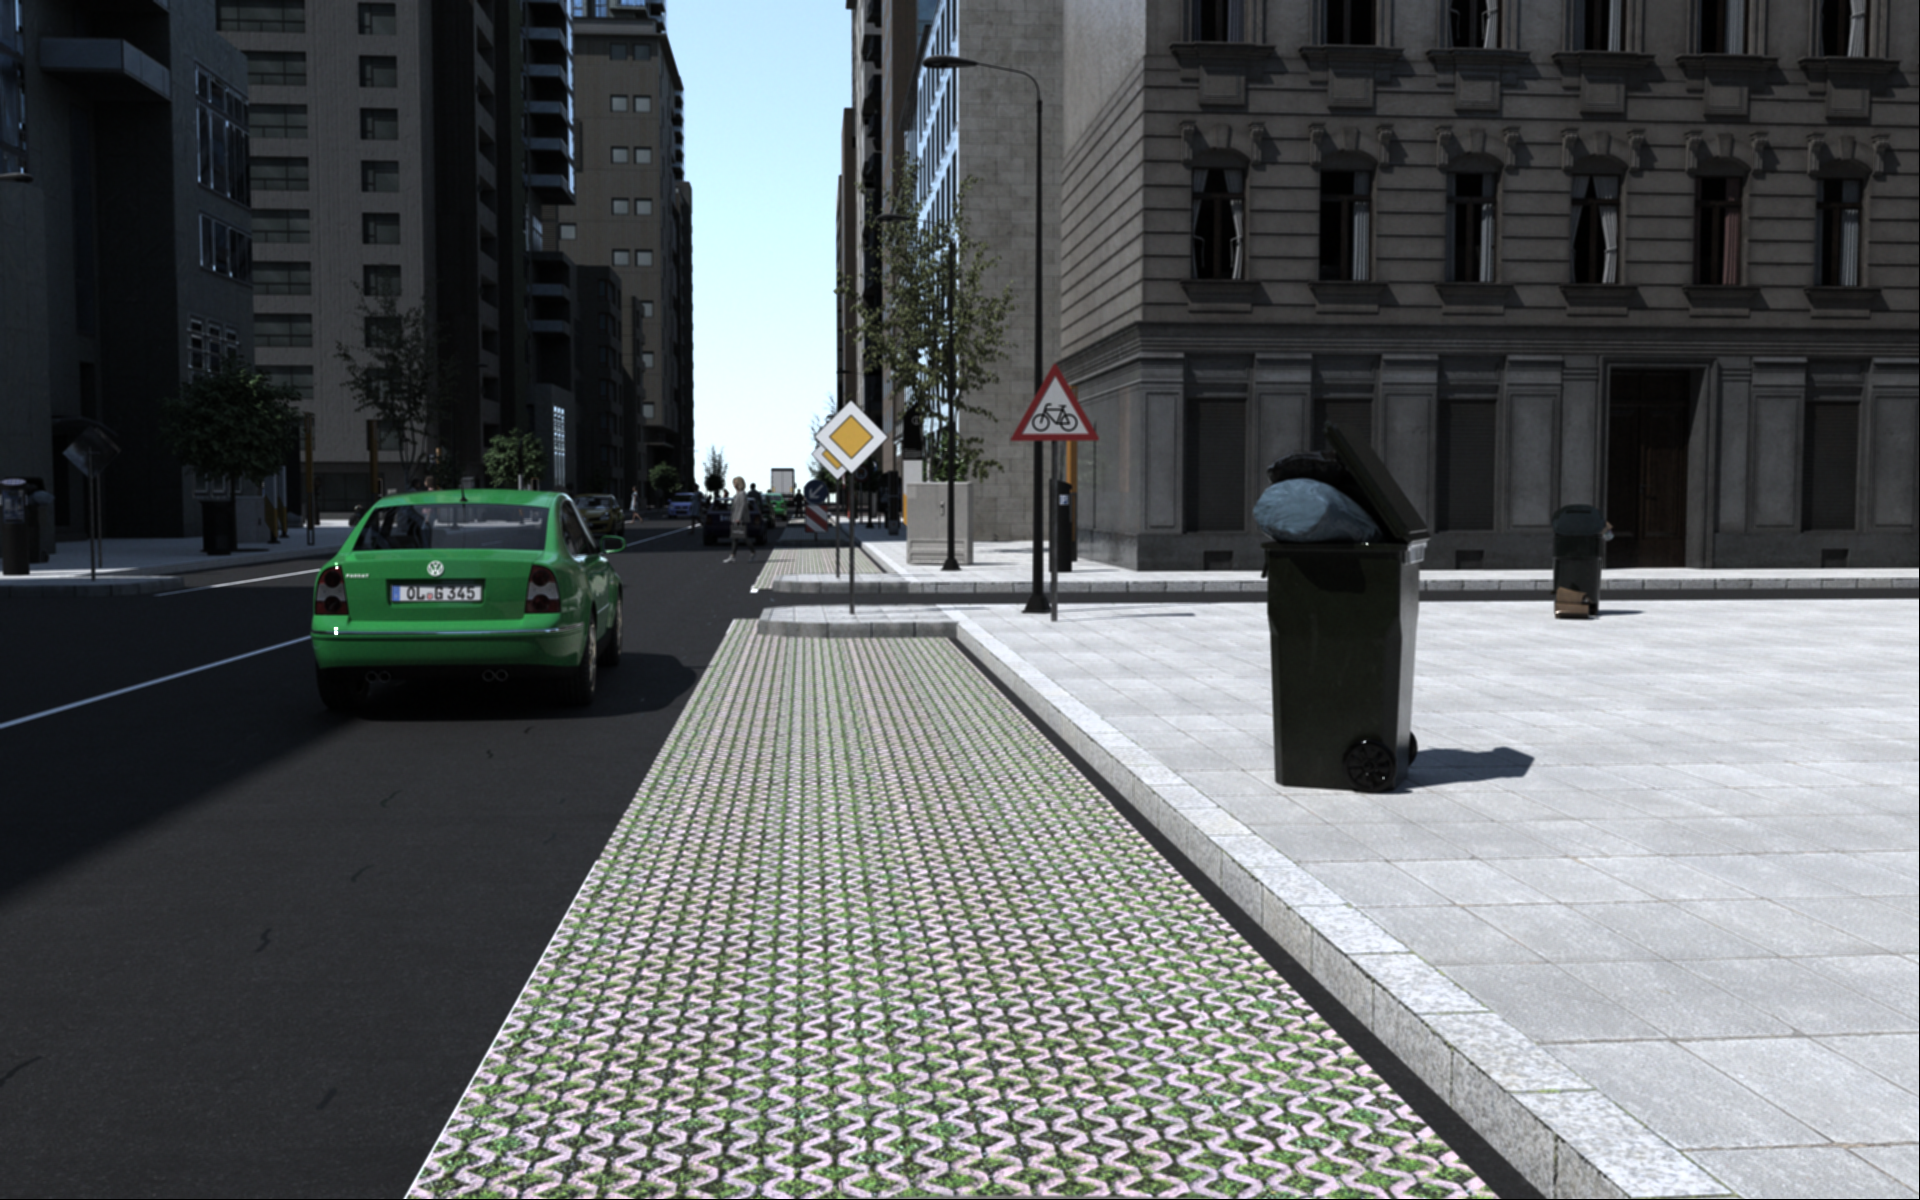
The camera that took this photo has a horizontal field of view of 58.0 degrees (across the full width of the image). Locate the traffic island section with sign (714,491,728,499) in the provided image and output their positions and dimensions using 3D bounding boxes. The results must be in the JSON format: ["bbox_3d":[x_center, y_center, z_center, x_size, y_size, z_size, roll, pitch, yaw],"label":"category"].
[{"bbox_3d":[-29.020,-12.118,206.757,1.989,1.847,2.006,0,4,-5],"label":"traffic island section with sign"}]

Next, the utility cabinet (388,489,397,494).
[{"bbox_3d":[-25.063,-4.144,76.435,0.318,1.500,1.173,-1,4,-22],"label":"utility cabinet"}]

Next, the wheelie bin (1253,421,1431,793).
[{"bbox_3d":[1.690,0.013,7.698,0.693,1.594,0.980,1,4,23],"label":"wheelie bin"}]

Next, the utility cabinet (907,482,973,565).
[{"bbox_3d":[-0.367,-1.384,31.308,1.173,1.500,0.318,1,4,19],"label":"utility cabinet"}]

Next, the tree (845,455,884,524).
[{"bbox_3d":[-3.971,-4.974,75.929,1.663,3.219,1.824,0,3,0],"label":"tree"}]

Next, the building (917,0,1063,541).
[{"bbox_3d":[4.389,-12.283,55.572,10.420,20.320,16.860,0,4,-5],"label":"building"}]

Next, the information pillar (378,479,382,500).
[{"bbox_3d":[-28.241,-4.874,84.175,0.304,2.012,0.304,-1,4,-22],"label":"information pillar"}]

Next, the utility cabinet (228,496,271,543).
[{"bbox_3d":[-18.656,-2.101,45.519,0.306,1.237,1.020,3,4,37],"label":"utility cabinet"}]

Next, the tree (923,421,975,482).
[{"bbox_3d":[-0.298,-3.117,45.564,1.663,3.219,1.824,0,3,0],"label":"tree"}]

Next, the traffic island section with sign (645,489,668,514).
[{"bbox_3d":[-21.722,-7.129,125.194,1.989,1.847,2.006,0,4,-5],"label":"traffic island section with sign"}]

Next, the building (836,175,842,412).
[{"bbox_3d":[-6.960,-38.320,250.238,21.300,48.544,21.600,0,4,-5],"label":"building"}]

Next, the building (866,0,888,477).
[{"bbox_3d":[4.075,-29.326,134.111,22.147,44.769,28.867,0,4,-5],"label":"building"}]

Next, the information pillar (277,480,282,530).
[{"bbox_3d":[-24.482,-3.531,62.226,0.304,2.012,0.304,-3,5,-40],"label":"information pillar"}]

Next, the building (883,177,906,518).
[{"bbox_3d":[1.636,-13.932,92.415,10.561,19.102,19.286,0,4,-5],"label":"building"}]

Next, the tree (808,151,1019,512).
[{"bbox_3d":[-0.635,-5.316,37.277,4.737,8.622,4.395,0,3,0],"label":"tree"}]

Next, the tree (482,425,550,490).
[{"bbox_3d":[-21.105,-6.047,82.576,4.285,4.588,4.351,0,3,0],"label":"tree"}]

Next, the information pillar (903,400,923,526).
[{"bbox_3d":[-1.126,-3.105,42.124,0.504,3.616,0.183,0,4,5],"label":"information pillar"}]

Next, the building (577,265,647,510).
[{"bbox_3d":[-41.554,-18.319,144.557,27.650,21.520,28.899,0,4,-5],"label":"building"}]

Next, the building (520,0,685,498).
[{"bbox_3d":[-48.236,-56.737,240.321,22.319,86.520,31.000,0,4,-5],"label":"building"}]

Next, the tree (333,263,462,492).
[{"bbox_3d":[-17.592,-6.395,54.914,4.360,8.622,3.978,0,3,0],"label":"tree"}]

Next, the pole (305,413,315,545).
[{"bbox_3d":[-16.302,-3.032,43.414,0.158,3.312,0.155,0,3,0],"label":"pole"}]

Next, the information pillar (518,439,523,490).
[{"bbox_3d":[-18.566,-5.008,73.239,0.183,3.616,0.504,0,4,-1],"label":"information pillar"}]

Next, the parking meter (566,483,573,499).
[{"bbox_3d":[-20.524,-5.222,91.090,0.255,1.863,0.399,1,4,15],"label":"parking meter"}]

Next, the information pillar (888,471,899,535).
[{"bbox_3d":[-2.097,-3.053,54.411,0.304,2.012,0.304,-1,4,-10],"label":"information pillar"}]

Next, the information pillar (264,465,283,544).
[{"bbox_3d":[-17.887,-3.277,44.932,0.504,3.616,0.183,3,4,38],"label":"information pillar"}]

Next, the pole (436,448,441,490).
[{"bbox_3d":[-23.147,-5.086,77.001,0.158,3.312,0.155,0,3,0],"label":"pole"}]

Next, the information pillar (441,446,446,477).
[{"bbox_3d":[-25.176,-5.719,84.868,0.504,3.616,0.183,2,4,24],"label":"information pillar"}]

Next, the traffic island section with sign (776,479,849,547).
[{"bbox_3d":[-4.048,-2.372,47.418,1.989,1.847,2.006,0,4,-5],"label":"traffic island section with sign"}]

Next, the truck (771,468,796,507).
[{"bbox_3d":[-19.746,-12.515,193.538,2.839,4.237,11.283,0,4,-5],"label":"truck"}]

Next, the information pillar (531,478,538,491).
[{"bbox_3d":[-19.643,-4.622,80.057,0.304,2.012,0.304,-1,4,-16],"label":"information pillar"}]

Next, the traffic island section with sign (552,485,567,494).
[{"bbox_3d":[-17.170,-4.017,74.305,1.989,1.847,2.006,0,4,-5],"label":"traffic island section with sign"}]

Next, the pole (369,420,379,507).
[{"bbox_3d":[-16.247,-3.315,48.037,0.158,3.312,0.155,0,3,0],"label":"pole"}]

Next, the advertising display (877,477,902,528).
[{"bbox_3d":[-2.638,-3.645,64.817,0.974,1.923,0.123,-2,4,-31],"label":"advertising display"}]

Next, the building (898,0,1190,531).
[{"bbox_3d":[2.762,-13.730,73.642,9.793,20.994,18.267,0,4,-5],"label":"building"}]

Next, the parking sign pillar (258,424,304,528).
[{"bbox_3d":[-25.759,-4.733,65.851,1.447,3.967,1.447,-1,4,-18],"label":"parking sign pillar"}]

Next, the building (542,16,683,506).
[{"bbox_3d":[-46.504,-37.155,196.727,28.713,52.752,27.495,0,4,-5],"label":"building"}]

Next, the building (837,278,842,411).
[{"bbox_3d":[-9.468,-28.194,232.674,14.160,30.474,14.107,0,4,-5],"label":"building"}]

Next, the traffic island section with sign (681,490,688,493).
[{"bbox_3d":[-24.129,-8.772,152.042,1.989,1.847,2.006,0,4,-5],"label":"traffic island section with sign"}]

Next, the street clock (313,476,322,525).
[{"bbox_3d":[-26.329,-4.052,70.815,0.358,2.002,0.471,1,4,16],"label":"street clock"}]

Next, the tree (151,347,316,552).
[{"bbox_3d":[-16.230,-3.372,38.847,4.285,4.588,4.351,0,3,0],"label":"tree"}]

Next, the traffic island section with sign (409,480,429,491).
[{"bbox_3d":[-14.737,-2.357,47.168,1.989,1.847,2.006,0,4,-5],"label":"traffic island section with sign"}]

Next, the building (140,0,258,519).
[{"bbox_3d":[-36.282,-48.952,113.031,22.319,86.520,31.000,0,4,-5],"label":"building"}]

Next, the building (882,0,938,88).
[{"bbox_3d":[2.156,-28.271,112.344,14.600,45.320,14.200,0,4,-5],"label":"building"}]

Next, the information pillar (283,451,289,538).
[{"bbox_3d":[-19.947,-3.644,50.935,0.183,3.616,0.504,-3,5,-40],"label":"information pillar"}]

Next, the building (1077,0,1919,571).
[{"bbox_3d":[11.405,-11.276,33.515,18.267,20.994,9.793,0,4,-5],"label":"building"}]

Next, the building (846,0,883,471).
[{"bbox_3d":[4.095,-35.038,162.110,28.713,52.752,27.495,0,4,-5],"label":"building"}]

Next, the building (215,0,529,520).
[{"bbox_3d":[-31.114,-19.552,91.376,14.160,30.474,14.107,0,4,-5],"label":"building"}]

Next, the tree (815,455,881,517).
[{"bbox_3d":[-6.128,-6.991,98.015,4.285,4.588,4.351,0,3,0],"label":"tree"}]

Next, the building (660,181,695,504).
[{"bbox_3d":[-41.317,-32.784,219.612,14.154,41.232,14.086,0,4,-5],"label":"building"}]

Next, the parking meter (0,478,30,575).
[{"bbox_3d":[-14.978,-1.164,27.443,0.372,1.533,0.369,0,3,0],"label":"parking meter"}]

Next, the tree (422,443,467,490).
[{"bbox_3d":[-19.795,-4.398,66.503,1.663,3.219,1.824,0,3,0],"label":"tree"}]

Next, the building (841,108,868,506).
[{"bbox_3d":[-6.395,-33.485,197.589,14.600,45.320,14.200,0,4,-5],"label":"building"}]

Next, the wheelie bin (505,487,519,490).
[{"bbox_3d":[-20.450,-4.368,79.324,0.980,1.594,0.693,0,4,-3],"label":"wheelie bin"}]

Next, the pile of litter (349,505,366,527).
[{"bbox_3d":[-23.560,-3.350,68.746,1.176,0.858,1.719,2,4,26],"label":"pile of litter"}]

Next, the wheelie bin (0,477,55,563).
[{"bbox_3d":[-17.328,-1.483,32.156,0.980,1.594,0.693,-1,4,-13],"label":"wheelie bin"}]

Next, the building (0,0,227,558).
[{"bbox_3d":[-30.959,-44.393,38.501,22.319,86.520,31.000,0,4,-5],"label":"building"}]

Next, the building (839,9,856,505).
[{"bbox_3d":[-5.043,-47.469,214.362,20.563,71.187,20.611,0,4,-5],"label":"building"}]

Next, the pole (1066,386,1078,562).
[{"bbox_3d":[2.119,-2.384,32.820,0.158,3.312,0.155,0,3,0],"label":"pole"}]

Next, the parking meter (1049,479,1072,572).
[{"bbox_3d":[1.652,-1.226,28.457,0.372,1.533,0.369,0,3,0],"label":"parking meter"}]
